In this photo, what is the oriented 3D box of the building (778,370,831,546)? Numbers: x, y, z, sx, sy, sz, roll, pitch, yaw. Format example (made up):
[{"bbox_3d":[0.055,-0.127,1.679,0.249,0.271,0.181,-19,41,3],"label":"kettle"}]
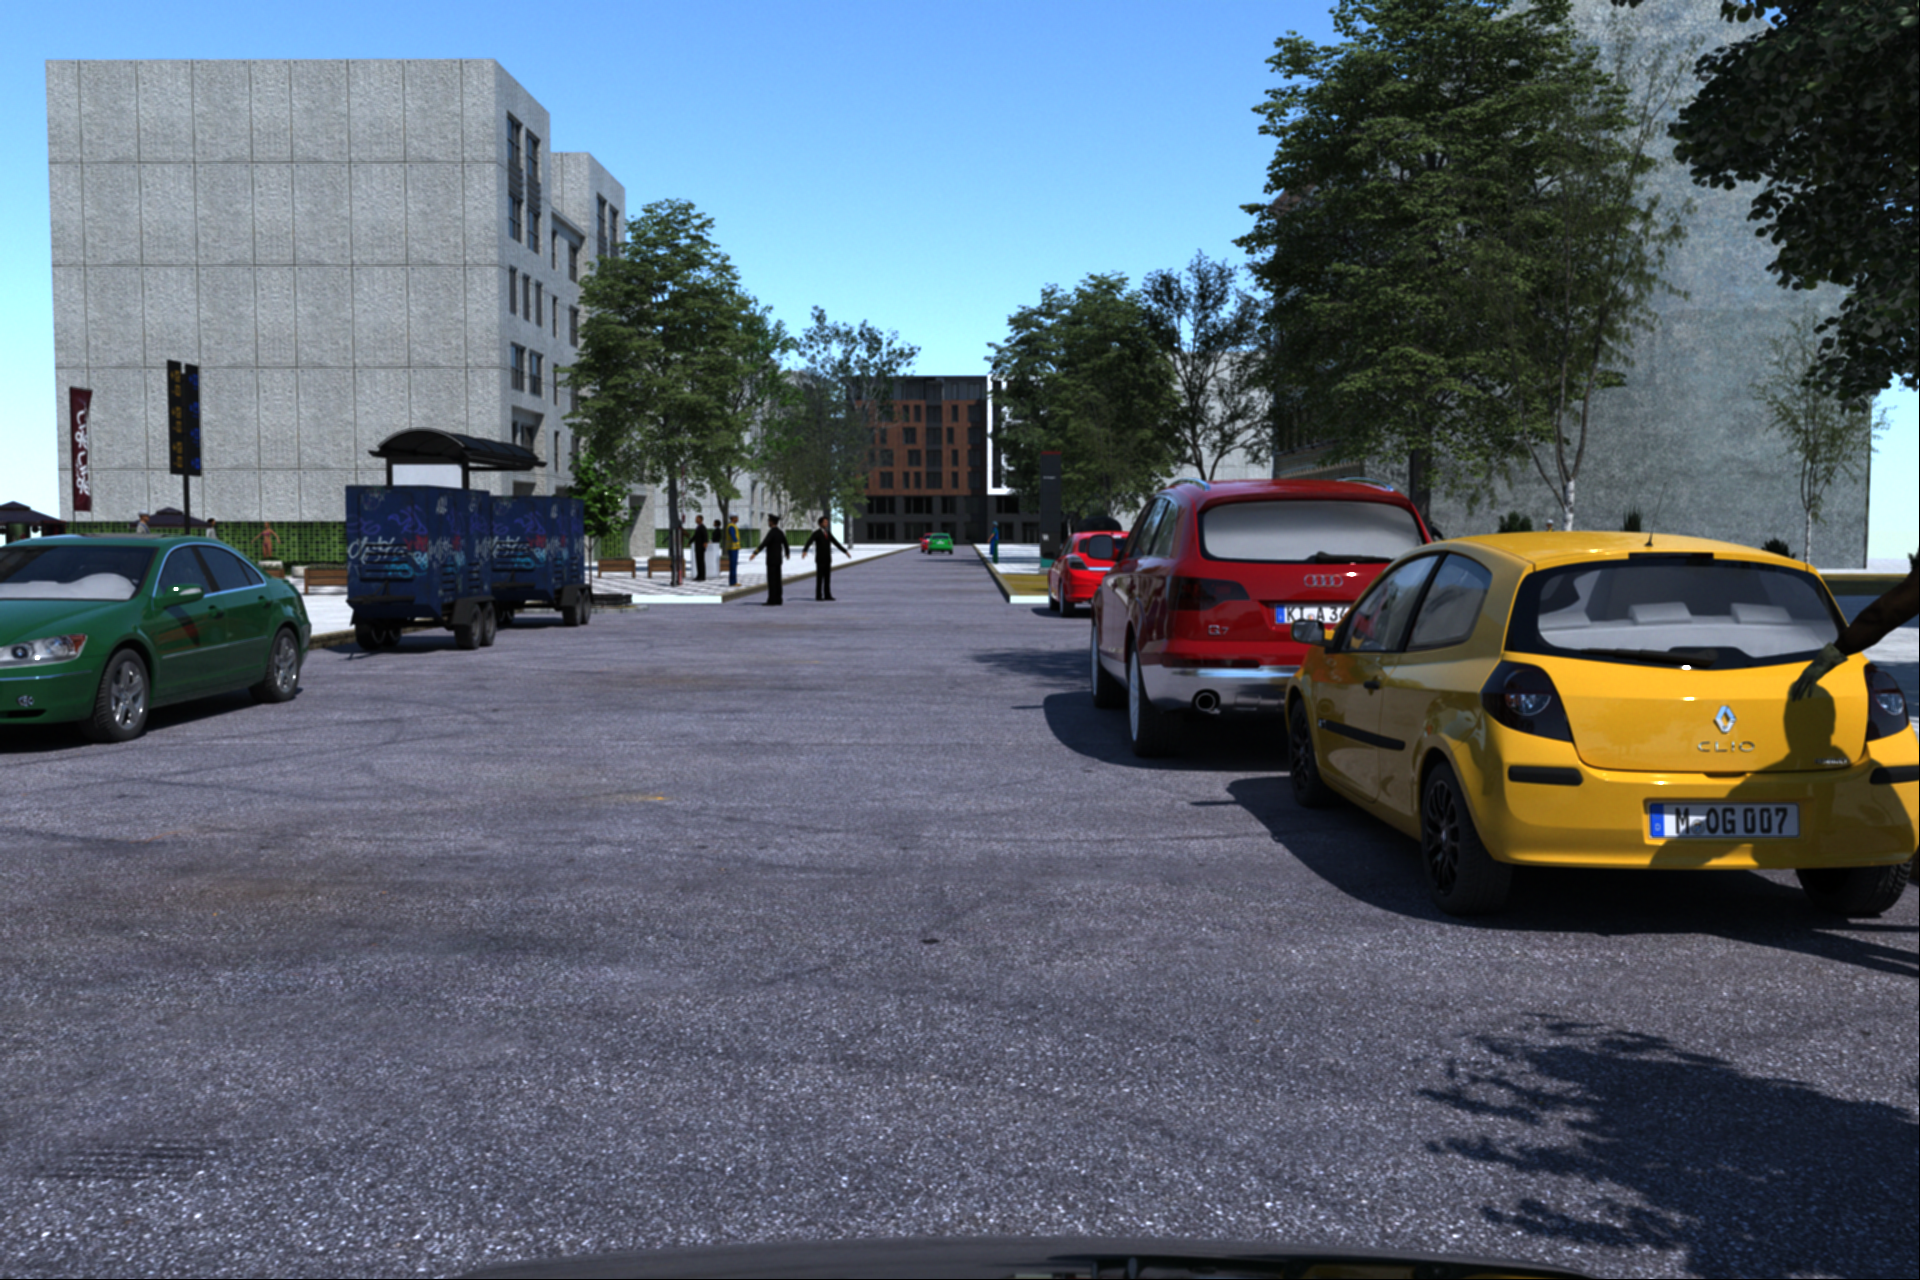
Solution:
[{"bbox_3d":[-24.936,-20.575,202.856,16.747,18.905,31.486,0,4,1],"label":"building"}]

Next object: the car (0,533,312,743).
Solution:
[{"bbox_3d":[-6.643,-0.098,13.400,2.131,1.459,4.920,0,3,0],"label":"car"}]

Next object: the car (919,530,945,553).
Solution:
[{"bbox_3d":[-2.089,-7.668,134.415,2.155,1.783,4.494,0,4,0],"label":"car"}]

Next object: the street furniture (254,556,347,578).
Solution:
[{"bbox_3d":[-18.245,-2.287,53.012,10.072,0.657,5.734,-2,4,-24],"label":"street furniture"}]

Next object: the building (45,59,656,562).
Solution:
[{"bbox_3d":[-25.517,-13.098,80.603,16.747,18.905,31.486,0,4,0],"label":"building"}]

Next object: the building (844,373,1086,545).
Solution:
[{"bbox_3d":[1.473,-23.604,232.357,32.646,21.610,27.936,0,4,1],"label":"building"}]

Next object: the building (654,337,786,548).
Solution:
[{"bbox_3d":[-27.155,-18.566,170.013,16.747,18.905,31.486,0,3,0],"label":"building"}]

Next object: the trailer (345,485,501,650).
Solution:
[{"bbox_3d":[-6.702,-0.855,21.024,1.471,1.999,3.904,0,4,0],"label":"trailer"}]

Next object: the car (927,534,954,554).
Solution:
[{"bbox_3d":[-1.402,-6.983,122.966,1.959,1.807,4.718,0,4,-1],"label":"car"}]

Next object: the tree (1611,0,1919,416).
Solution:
[{"bbox_3d":[8.329,-6.441,11.968,9.857,13.997,8.962,0,3,0],"label":"tree"}]

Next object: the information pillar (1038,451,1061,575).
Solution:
[{"bbox_3d":[2.850,-3.985,54.533,0.750,3.857,0.750,0,4,0],"label":"information pillar"}]

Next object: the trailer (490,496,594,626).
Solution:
[{"bbox_3d":[-6.620,-1.185,26.426,1.471,1.999,3.904,0,4,0],"label":"trailer"}]

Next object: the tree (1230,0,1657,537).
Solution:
[{"bbox_3d":[8.669,-6.950,31.758,7.486,12.596,7.792,0,3,0],"label":"tree"}]

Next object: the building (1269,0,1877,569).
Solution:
[{"bbox_3d":[23.956,-14.728,71.732,19.493,23.208,18.063,0,4,0],"label":"building"}]

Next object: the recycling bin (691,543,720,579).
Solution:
[{"bbox_3d":[-7.284,-2.265,49.592,0.722,1.027,0.722,0,4,2],"label":"recycling bin"}]

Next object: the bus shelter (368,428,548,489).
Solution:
[{"bbox_3d":[-10.214,-2.560,35.785,2.014,3.302,5.546,0,4,1],"label":"bus shelter"}]

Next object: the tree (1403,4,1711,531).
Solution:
[{"bbox_3d":[8.448,-4.489,23.757,4.360,8.622,3.978,0,3,0],"label":"tree"}]

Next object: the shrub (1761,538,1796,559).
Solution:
[{"bbox_3d":[21.763,-2.147,46.224,1.383,1.207,1.383,0,3,0],"label":"shrub"}]

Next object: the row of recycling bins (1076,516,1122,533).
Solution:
[{"bbox_3d":[3.188,-2.035,40.393,1.069,1.692,3.534,0,4,1],"label":"row of recycling bins"}]

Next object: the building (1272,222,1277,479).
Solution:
[{"bbox_3d":[23.735,-15.009,101.813,16.016,20.090,11.380,0,4,1],"label":"building"}]

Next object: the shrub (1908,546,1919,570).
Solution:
[{"bbox_3d":[24.265,-1.968,43.294,1.383,1.207,1.383,0,3,0],"label":"shrub"}]

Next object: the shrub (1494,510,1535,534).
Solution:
[{"bbox_3d":[17.567,-3.106,54.824,1.661,2.075,1.752,0,3,0],"label":"shrub"}]

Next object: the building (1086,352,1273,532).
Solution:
[{"bbox_3d":[22.433,-18.959,176.432,16.747,18.905,31.486,0,4,0],"label":"building"}]

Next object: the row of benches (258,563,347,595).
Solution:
[{"bbox_3d":[-13.394,-1.324,37.104,4.104,0.672,1.422,-1,4,-21],"label":"row of benches"}]

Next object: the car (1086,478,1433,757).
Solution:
[{"bbox_3d":[2.112,-0.245,12.673,2.281,1.827,5.304,0,4,0],"label":"car"}]

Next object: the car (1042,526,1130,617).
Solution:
[{"bbox_3d":[2.590,-1.360,31.272,2.155,1.783,4.494,0,4,-1],"label":"car"}]

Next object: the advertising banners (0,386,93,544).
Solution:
[{"bbox_3d":[-10.514,-1.459,20.046,0.090,3.025,2.074,0,4,0],"label":"advertising banners"}]

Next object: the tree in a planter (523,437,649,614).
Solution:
[{"bbox_3d":[-6.854,-2.129,32.039,1.991,3.239,1.994,0,4,1],"label":"tree in a planter"}]

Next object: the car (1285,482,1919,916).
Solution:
[{"bbox_3d":[2.633,0.140,7.941,2.015,1.641,3.980,0,4,-1],"label":"car"}]

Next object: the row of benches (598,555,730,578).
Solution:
[{"bbox_3d":[-8.535,-2.165,50.867,4.104,0.672,1.422,-1,4,-13],"label":"row of benches"}]

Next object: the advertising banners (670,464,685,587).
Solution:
[{"bbox_3d":[-6.993,-2.867,43.056,0.090,3.025,2.074,0,4,1],"label":"advertising banners"}]
